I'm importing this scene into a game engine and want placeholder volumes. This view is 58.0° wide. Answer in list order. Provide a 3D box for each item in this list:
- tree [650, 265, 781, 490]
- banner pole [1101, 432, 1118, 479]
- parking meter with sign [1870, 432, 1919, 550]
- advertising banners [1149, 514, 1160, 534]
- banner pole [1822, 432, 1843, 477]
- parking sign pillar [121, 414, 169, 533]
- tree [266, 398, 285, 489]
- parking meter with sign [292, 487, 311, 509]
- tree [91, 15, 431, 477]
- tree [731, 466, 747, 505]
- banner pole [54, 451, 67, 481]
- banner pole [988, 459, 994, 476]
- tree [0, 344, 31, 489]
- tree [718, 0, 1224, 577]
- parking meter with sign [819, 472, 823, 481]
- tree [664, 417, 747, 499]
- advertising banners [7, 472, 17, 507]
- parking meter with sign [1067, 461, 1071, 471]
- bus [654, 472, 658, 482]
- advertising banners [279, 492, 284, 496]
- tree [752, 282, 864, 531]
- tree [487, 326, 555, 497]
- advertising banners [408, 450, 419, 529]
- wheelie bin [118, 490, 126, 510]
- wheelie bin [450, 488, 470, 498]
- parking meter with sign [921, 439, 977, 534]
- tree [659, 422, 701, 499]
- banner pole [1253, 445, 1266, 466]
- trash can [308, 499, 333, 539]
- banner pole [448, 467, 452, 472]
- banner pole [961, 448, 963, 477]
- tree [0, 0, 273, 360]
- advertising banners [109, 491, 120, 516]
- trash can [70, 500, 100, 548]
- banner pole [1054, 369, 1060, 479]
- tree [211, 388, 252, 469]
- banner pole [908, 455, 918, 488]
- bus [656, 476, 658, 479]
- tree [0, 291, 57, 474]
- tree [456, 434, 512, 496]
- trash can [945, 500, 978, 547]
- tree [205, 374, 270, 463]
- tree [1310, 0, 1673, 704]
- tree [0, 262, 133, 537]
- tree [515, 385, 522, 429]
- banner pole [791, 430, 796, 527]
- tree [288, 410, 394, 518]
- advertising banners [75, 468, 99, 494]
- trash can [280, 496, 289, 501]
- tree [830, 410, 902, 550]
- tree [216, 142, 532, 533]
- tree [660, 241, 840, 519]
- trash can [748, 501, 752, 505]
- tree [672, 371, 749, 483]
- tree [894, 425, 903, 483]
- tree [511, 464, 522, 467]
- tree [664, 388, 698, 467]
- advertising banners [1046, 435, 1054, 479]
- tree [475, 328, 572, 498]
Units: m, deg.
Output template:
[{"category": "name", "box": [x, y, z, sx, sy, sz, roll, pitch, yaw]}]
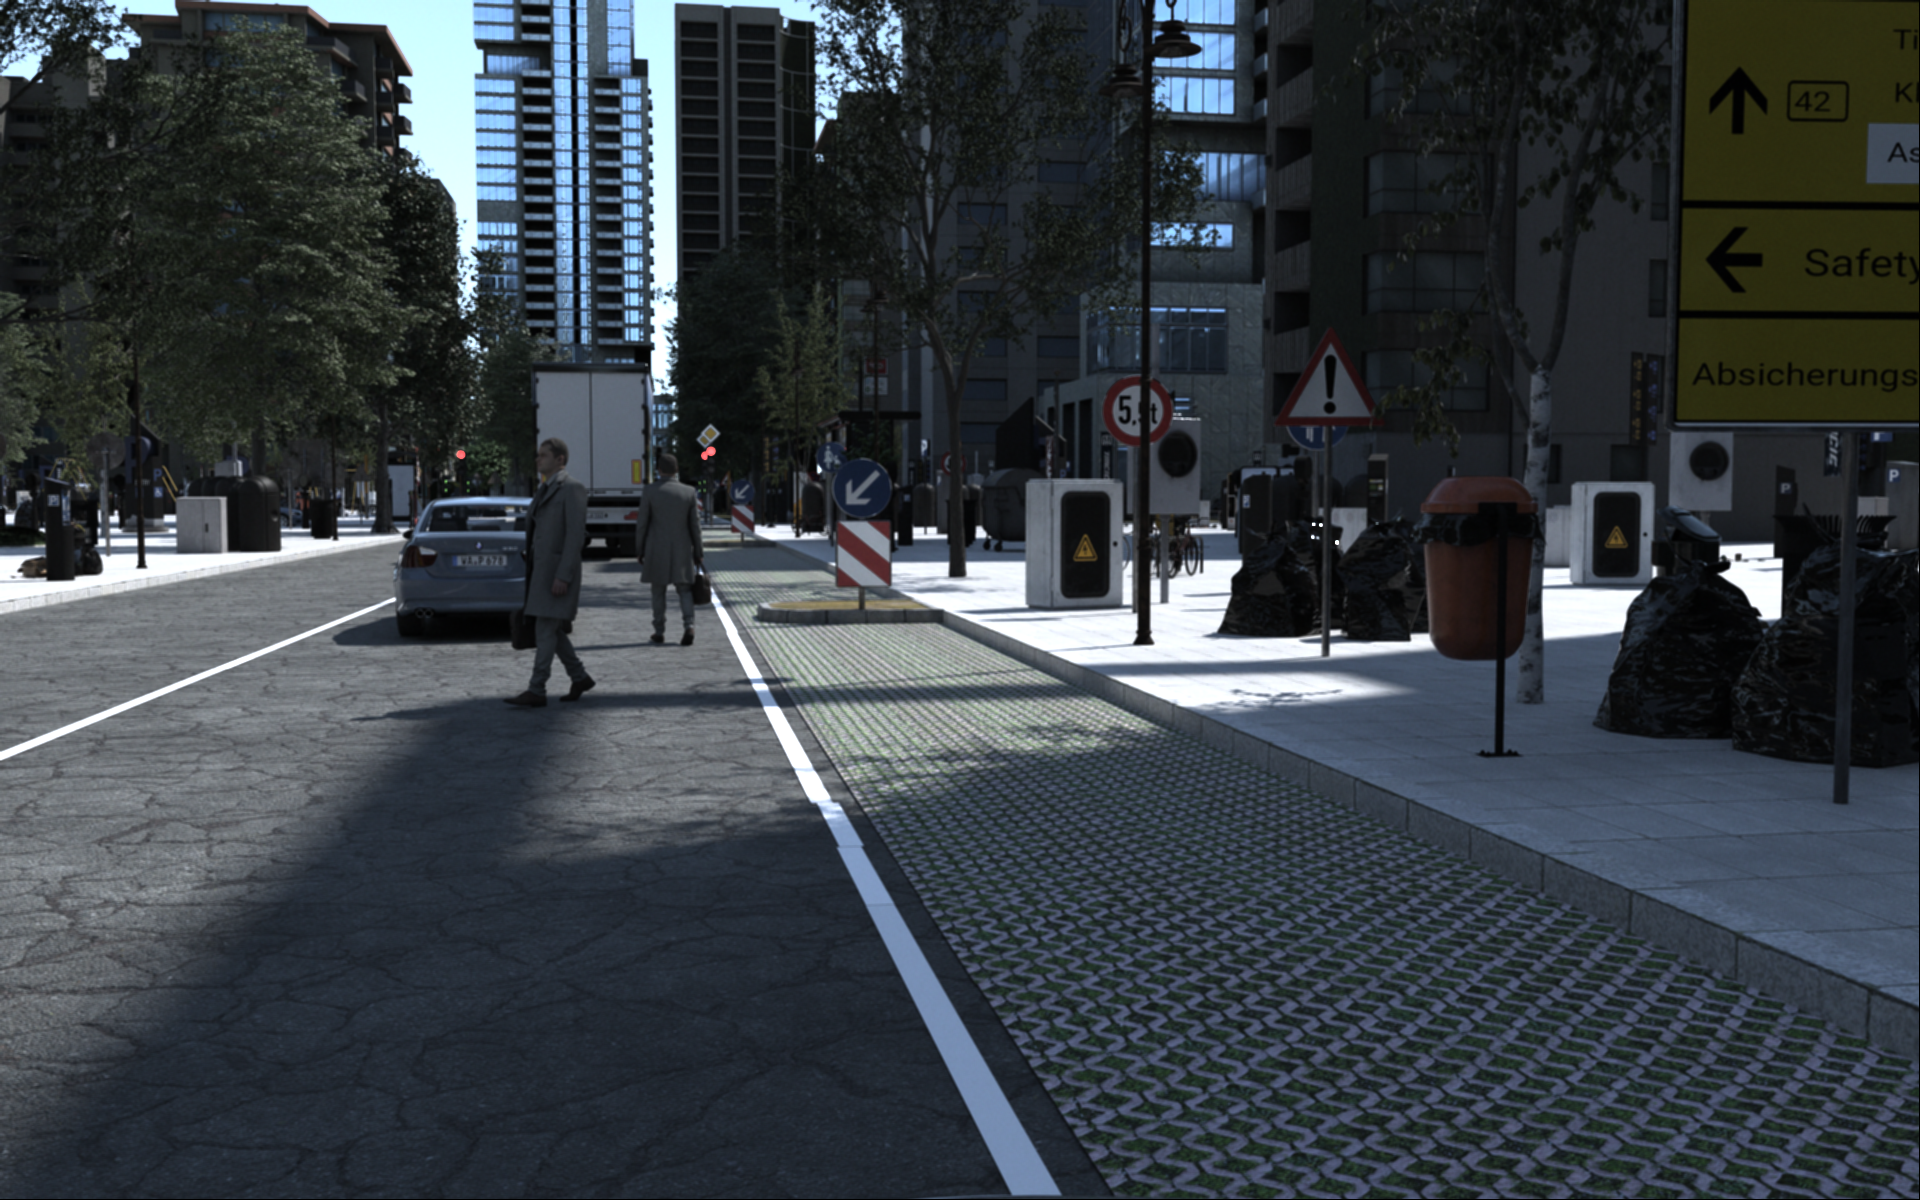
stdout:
[{"category": "tree", "box": [-19.481, -17.477, 141.633, 12.611, 20.169, 13.585, 0, 3, 0]}, {"category": "banner pole", "box": [5.335, -4.359, 61.292, 0.863, 3.779, 0.401, -1, 4, -22]}, {"category": "parking meter with sign", "box": [21.866, -2.682, 40.105, 1.738, 3.016, 0.543, -2, 4, -27]}, {"category": "advertising banners", "box": [6.611, -3.645, 55.779, 0.090, 3.025, 2.074, -3, 5, -44]}, {"category": "banner pole", "box": [15.450, -2.472, 30.434, 0.401, 3.779, 0.863, -1, 4, -10]}, {"category": "parking sign pillar", "box": [-27.292, -4.247, 57.911, 1.447, 3.967, 1.447, 2, 4, 24]}, {"category": "tree", "box": [-45.490, -9.772, 110.134, 4.737, 8.622, 4.395, 0, 3, 0]}, {"category": "parking meter with sign", "box": [-45.176, -7.456, 118.161, 1.738, 3.016, 0.543, -1, 4, -13]}, {"category": "tree", "box": [-16.685, -7.548, 41.533, 7.486, 12.596, 7.792, 0, 3, 0]}, {"category": "tree", "box": [-14.092, -7.006, 109.148, 1.663, 3.219, 1.824, 0, 3, 0]}, {"category": "banner pole", "box": [-52.313, -6.785, 100.943, 0.401, 3.779, 0.863, 3, 5, 43]}, {"category": "banner pole", "box": [2.099, -7.252, 108.585, 0.863, 3.779, 0.401, 2, 4, 32]}, {"category": "tree", "box": [-44.216, -7.848, 78.682, 4.360, 8.622, 3.978, 0, 3, 0]}, {"category": "tree", "box": [0.113, -5.649, 26.776, 8.767, 10.594, 7.601, 1, 4, 21]}, {"category": "parking meter with sign", "box": [-10.242, -8.615, 137.124, 1.738, 3.016, 0.543, 1, 4, 21]}, {"category": "tree", "box": [-27.727, -16.537, 187.380, 9.611, 12.733, 9.660, 0, 3, 0]}, {"category": "advertising banners", "box": [-75.653, -8.740, 139.087, 2.074, 3.025, 0.090, -1, 4, -19]}, {"category": "parking meter with sign", "box": [5.432, -5.866, 92.173, 0.543, 3.016, 1.738, 0, 4, -8]}, {"category": "bus", "box": [-29.079, -10.181, 158.004, 2.896, 3.916, 12.252, -1, 4, -8]}, {"category": "advertising banners", "box": [-52.772, -8.559, 136.135, 0.090, 3.025, 2.074, 1, 4, 21]}, {"category": "tree", "box": [-5.348, -6.680, 59.580, 4.737, 8.622, 4.395, 0, 3, 0]}, {"category": "tree", "box": [-30.216, -12.167, 117.058, 7.486, 12.596, 7.792, 0, 3, 0]}, {"category": "advertising banners", "box": [-20.177, -4.152, 64.074, 0.090, 3.025, 2.074, 0, 4, -7]}, {"category": "wheelie bin", "box": [-41.097, -4.748, 85.538, 0.980, 1.594, 0.693, 0, 4, 5]}, {"category": "wheelie bin", "box": [-24.482, -4.709, 84.897, 0.980, 1.594, 0.693, -1, 4, -18]}, {"category": "parking meter with sign", "box": [-0.345, -3.622, 55.473, 1.738, 3.016, 0.543, -2, 4, -24]}, {"category": "tree", "box": [-32.780, -18.817, 218.029, 12.009, 13.543, 11.850, 0, 3, 0]}, {"category": "banner pole", "box": [15.414, -6.054, 89.006, 0.863, 3.779, 0.401, -1, 4, -19]}, {"category": "trash can", "box": [-18.316, -2.328, 49.710, 0.748, 1.137, 0.748, 0, 3, 0]}, {"category": "banner pole", "box": [-31.820, -7.222, 108.101, 0.401, 3.779, 0.863, -3, 4, -37]}, {"category": "banner pole", "box": [0.071, -6.362, 94.032, 0.401, 3.779, 0.863, -1, 4, -9]}, {"category": "tree", "box": [-13.621, -5.402, 22.738, 7.601, 10.594, 8.767, 1, 4, 12]}, {"category": "advertising banners", "box": [-49.069, -6.424, 101.217, 0.090, 3.025, 2.074, 1, 4, 20]}, {"category": "trash can", "box": [-21.031, -1.829, 41.551, 0.748, 1.137, 0.748, 0, 3, 0]}, {"category": "banner pole", "box": [1.936, -2.751, 34.999, 0.401, 3.779, 0.863, 0, 4, -2]}, {"category": "tree", "box": [-35.049, -7.855, 78.793, 4.737, 8.622, 4.395, 0, 3, 0]}, {"category": "banner pole", "box": [-2.973, -7.451, 111.841, 0.863, 3.779, 0.401, -1, 4, -21]}, {"category": "bus", "box": [-31.442, -10.965, 174.136, 2.948, 3.499, 13.247, -1, 4, -9]}, {"category": "tree", "box": [-49.641, -10.325, 86.939, 7.486, 12.596, 7.792, 0, 3, 0]}, {"category": "tree", "box": [-26.140, -6.808, 95.022, 4.285, 4.588, 4.351, 0, 3, 0]}, {"category": "trash can", "box": [-0.001, -1.848, 41.867, 0.748, 1.137, 0.748, 0, 3, 0]}, {"category": "tree", "box": [-42.439, -9.272, 101.959, 4.360, 8.622, 3.978, 0, 3, 0]}, {"category": "tree", "box": [3.694, -3.681, 10.555, 4.360, 8.622, 3.978, 0, 3, 0]}, {"category": "tree", "box": [-25.972, -6.202, 51.769, 4.737, 8.622, 4.395, 0, 3, 0]}, {"category": "tree", "box": [-36.679, -15.018, 155.914, 12.009, 13.543, 11.850, 0, 3, 0]}, {"category": "banner pole", "box": [-6.328, -4.714, 67.097, 0.401, 3.779, 0.863, -1, 4, -13]}, {"category": "tree", "box": [-32.899, -8.673, 92.171, 4.737, 8.622, 4.395, 0, 3, 0]}, {"category": "advertising banners", "box": [-57.724, -7.280, 115.220, 2.074, 3.025, 0.090, -3, 5, -44]}, {"category": "trash can", "box": [-45.132, -6.362, 115.664, 0.748, 1.137, 0.748, 0, 3, 0]}, {"category": "tree", "box": [-1.912, -2.765, 39.806, 1.663, 3.219, 1.824, 0, 3, 0]}, {"category": "tree", "box": [-18.961, -8.538, 56.610, 9.611, 12.733, 9.660, 0, 3, 0]}, {"category": "tree", "box": [-10.228, -11.043, 87.204, 9.857, 13.997, 8.962, 0, 3, 0]}, {"category": "trash can", "box": [-10.609, -4.747, 89.272, 0.748, 1.137, 0.748, 0, 3, 0]}, {"category": "tree", "box": [-22.571, -14.665, 157.895, 7.486, 12.596, 7.792, 0, 3, 0]}, {"category": "tree", "box": [-5.939, -12.329, 151.937, 4.737, 8.622, 4.395, 0, 3, 0]}, {"category": "tree", "box": [-34.856, -12.784, 143.425, 7.601, 10.594, 8.767, 1, 4, 10]}, {"category": "tree", "box": [-24.652, -14.769, 167.232, 9.928, 11.665, 9.643, 0, 3, 0]}, {"category": "advertising banners", "box": [2.363, -3.432, 52.300, 0.090, 3.025, 2.074, -2, 4, -23]}, {"category": "tree", "box": [-33.391, -13.803, 132.338, 9.857, 13.997, 8.962, 0, 3, 0]}]
